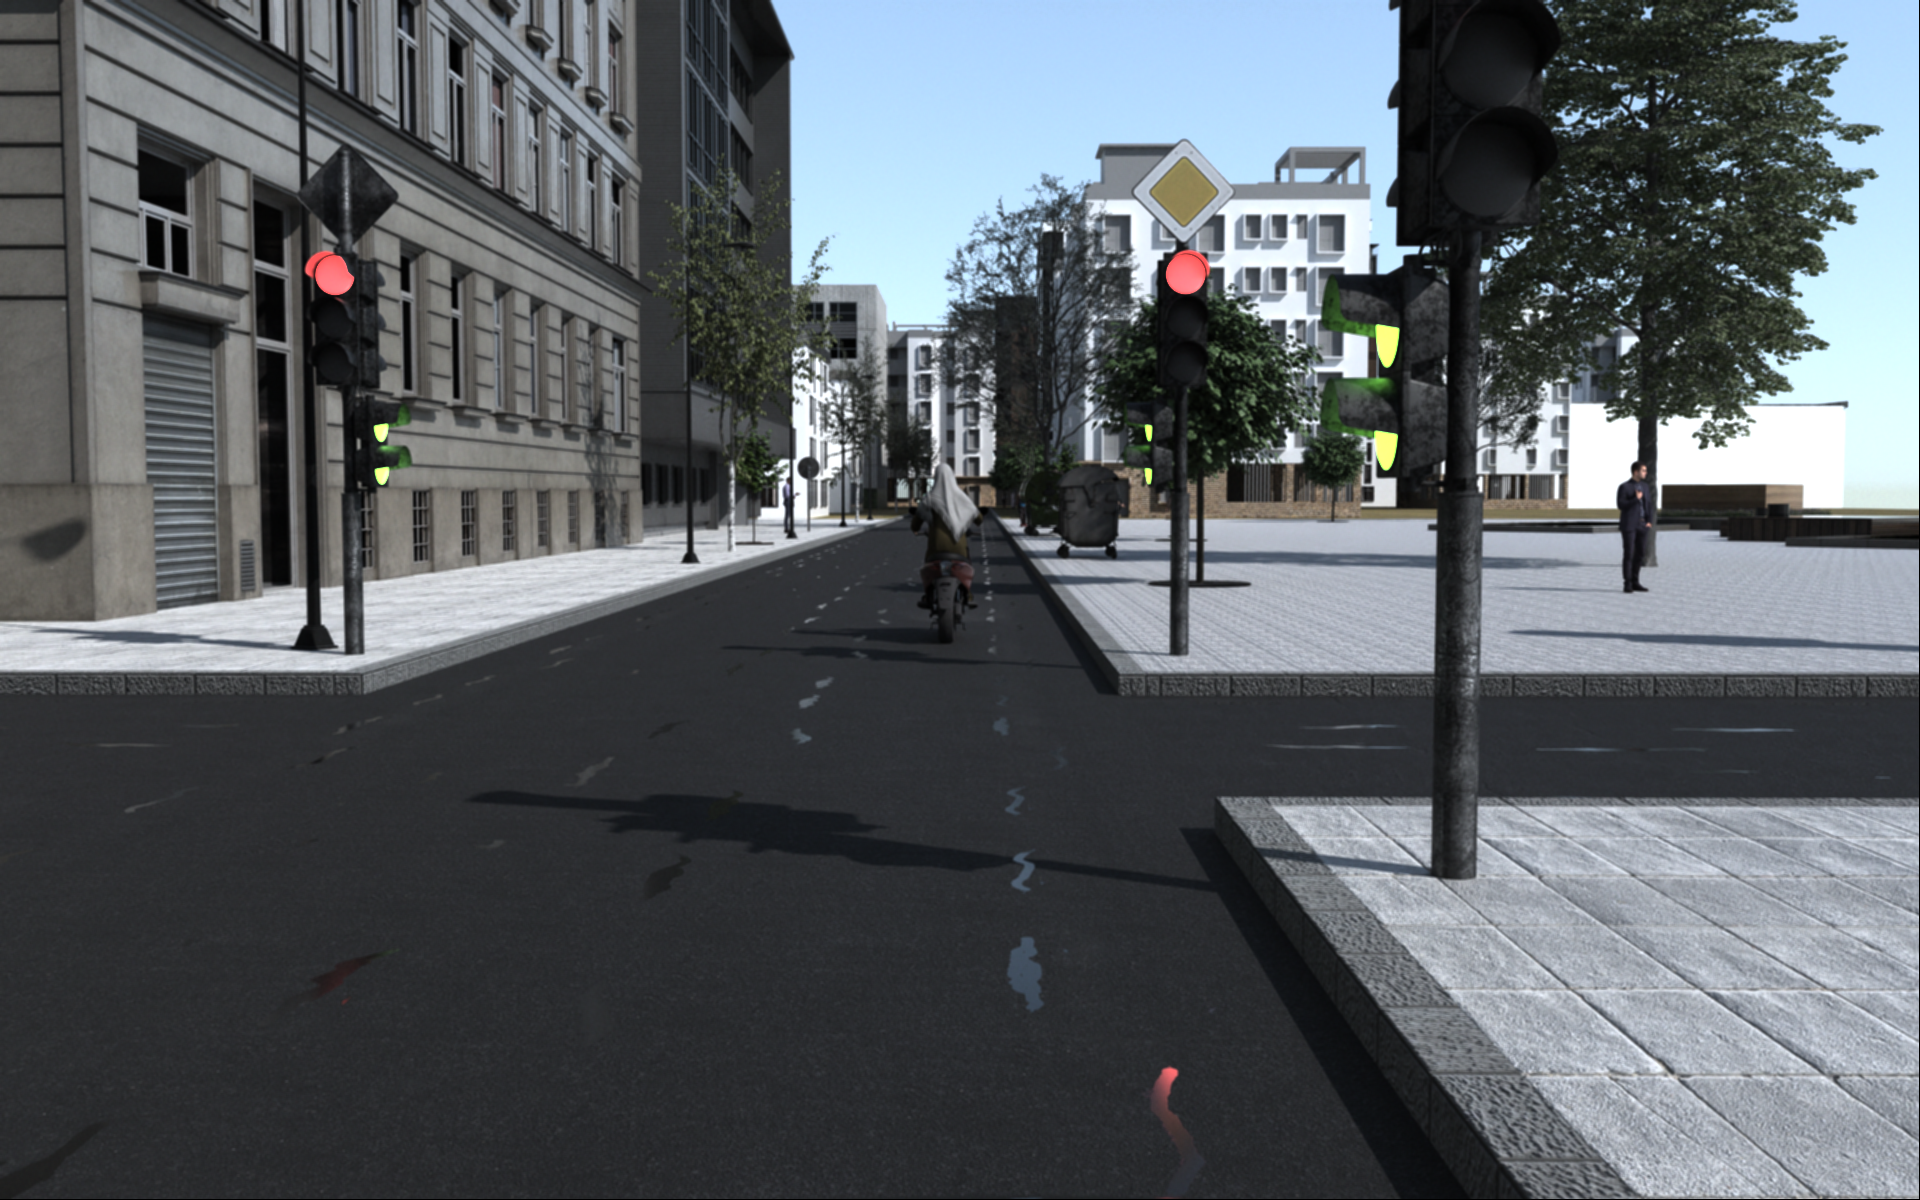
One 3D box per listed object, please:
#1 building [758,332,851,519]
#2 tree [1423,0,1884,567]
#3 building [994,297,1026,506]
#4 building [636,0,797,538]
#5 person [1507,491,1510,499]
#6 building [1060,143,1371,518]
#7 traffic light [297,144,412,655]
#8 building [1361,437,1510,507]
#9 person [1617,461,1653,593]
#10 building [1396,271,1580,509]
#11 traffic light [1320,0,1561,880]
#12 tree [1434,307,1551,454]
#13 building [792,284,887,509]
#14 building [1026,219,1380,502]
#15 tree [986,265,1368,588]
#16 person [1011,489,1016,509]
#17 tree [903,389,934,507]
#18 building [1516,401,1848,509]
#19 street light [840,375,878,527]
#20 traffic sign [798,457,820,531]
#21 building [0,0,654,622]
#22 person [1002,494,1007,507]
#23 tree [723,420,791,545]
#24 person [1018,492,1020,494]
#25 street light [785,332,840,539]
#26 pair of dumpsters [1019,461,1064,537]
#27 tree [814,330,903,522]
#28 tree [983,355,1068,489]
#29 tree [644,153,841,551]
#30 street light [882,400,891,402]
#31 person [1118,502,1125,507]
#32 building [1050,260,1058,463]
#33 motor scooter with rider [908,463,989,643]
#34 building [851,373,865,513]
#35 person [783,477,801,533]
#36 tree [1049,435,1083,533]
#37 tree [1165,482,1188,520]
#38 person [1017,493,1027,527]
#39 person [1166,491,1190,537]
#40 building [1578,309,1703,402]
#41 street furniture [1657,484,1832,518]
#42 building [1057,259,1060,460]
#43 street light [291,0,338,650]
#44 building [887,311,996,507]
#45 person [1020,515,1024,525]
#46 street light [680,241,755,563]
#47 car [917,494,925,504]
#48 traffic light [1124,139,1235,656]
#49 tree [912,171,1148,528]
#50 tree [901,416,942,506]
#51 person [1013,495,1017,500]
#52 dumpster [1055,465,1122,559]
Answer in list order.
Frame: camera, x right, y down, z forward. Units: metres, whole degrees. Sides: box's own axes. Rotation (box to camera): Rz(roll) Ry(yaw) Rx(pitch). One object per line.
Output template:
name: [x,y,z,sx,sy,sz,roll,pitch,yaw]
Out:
building: [-12.260,-9.879,103.673,9.099,9.664,28.070,0,4,1]
tree: [12.166,-6.891,30.794,7.486,12.596,7.792,0,3,0]
building: [20.140,-21.130,189.451,32.646,21.610,27.936,0,4,1]
building: [-14.439,-14.800,61.052,14.314,24.678,30.058,0,4,1]
person: [52.986,-9.697,167.571,0.617,1.759,0.750,-1,4,-15]
building: [14.180,-14.856,99.314,16.016,20.091,11.380,0,4,1]
traffic light: [-4.832,-1.499,13.755,0.839,4.213,0.868,0,4,1]
building: [50.392,-14.539,179.858,28.070,9.664,9.099,0,4,1]
person: [8.834,-0.962,22.685,0.541,1.710,0.530,-1,4,-9]
building: [46.121,-18.188,153.790,11.380,20.091,16.016,0,4,1]
traffic light: [1.643,-1.007,5.716,0.839,4.213,0.868,0,4,1]
tree: [24.353,-9.031,82.071,7.601,10.594,8.767,2,4,32]
building: [-22.677,-17.634,154.767,31.486,18.905,16.747,0,4,1]
building: [20.255,-18.437,145.424,27.936,21.610,32.646,0,4,1]
tree: [3.320,-2.488,24.391,4.285,4.588,4.351,0,3,0]
person: [4.732,-8.892,152.088,0.551,1.740,0.621,2,4,33]
tree: [-4.189,-10.343,119.470,4.360,8.622,3.978,0,3,0]
building: [65.943,-13.150,157.155,28.070,9.664,9.099,0,4,1]
street light: [-4.039,-5.824,67.764,1.470,5.913,1.316,0,4,1]
traffic sign: [-5.186,-3.622,59.325,0.768,2.556,0.104,0,4,4]
building: [-15.800,-12.093,30.997,16.112,22.955,30.059,0,4,1]
person: [4.315,-9.560,167.990,0.628,1.438,0.799,-3,5,-40]
tree: [-5.130,-3.031,44.162,1.663,3.219,1.824,0,3,0]
person: [5.838,-9.692,165.437,0.436,1.711,0.756,-3,5,-42]
street light: [-4.314,-4.726,49.804,1.470,5.913,1.316,0,4,1]
pair of dumpsters: [2.688,-3.139,53.813,1.574,2.255,4.436,0,4,1]
tree: [-4.685,-7.838,78.507,4.360,8.622,3.978,0,3,0]
tree: [3.336,-8.462,88.711,4.360,8.622,3.978,0,3,0]
tree: [-4.890,-5.397,38.602,4.737,8.622,4.395,0,3,0]
street light: [-3.910,-6.913,85.566,1.470,5.913,1.316,0,4,1]
person: [4.412,-2.660,51.491,0.963,1.587,0.435,-1,4,-11]
building: [14.498,-16.297,122.880,16.016,20.091,11.380,0,4,1]
motor scooter with rider: [-0.090,-0.506,17.233,0.876,1.779,1.986,0,4,1]
building: [-11.779,-11.593,131.687,9.099,9.664,28.070,0,4,1]
person: [-5.531,-3.122,56.951,0.599,1.838,0.709,-1,4,-11]
tree: [3.448,-3.831,57.241,1.663,3.219,1.824,0,3,0]
tree: [10.925,-5.664,87.200,1.663,3.219,1.824,0,3,0]
person: [2.543,-3.689,68.226,0.647,1.594,0.662,-1,4,-9]
person: [6.464,-2.749,51.537,0.990,1.755,0.434,-2,4,-34]
building: [70.155,-19.969,182.918,11.380,20.091,16.016,0,4,1]
street furniture: [36.257,-4.480,80.096,11.010,1.723,9.812,3,5,43]
building: [14.705,-15.554,110.723,16.016,20.091,11.380,0,4,1]
street light: [-4.824,-2.548,14.203,1.470,5.913,1.316,0,4,1]
building: [-1.932,-20.046,184.173,11.380,20.091,16.016,0,4,1]
person: [2.738,-3.865,71.505,0.482,1.546,0.388,1,4,22]
street light: [-4.470,-3.637,32.002,1.470,5.913,1.316,0,4,1]
car: [-1.380,-5.218,94.110,1.959,1.807,4.718,0,4,-1]
traffic light: [1.729,-1.496,13.701,0.839,4.213,0.868,0,4,1]
tree: [3.351,-9.473,65.246,12.009,13.543,11.850,0,3,0]
tree: [-3.737,-12.716,158.267,4.737,8.622,4.395,0,3,0]
person: [4.232,-6.716,115.867,1.348,1.822,0.705,2,4,24]
dumpster: [2.588,-1.781,34.871,1.264,1.857,1.865,0,4,0]
